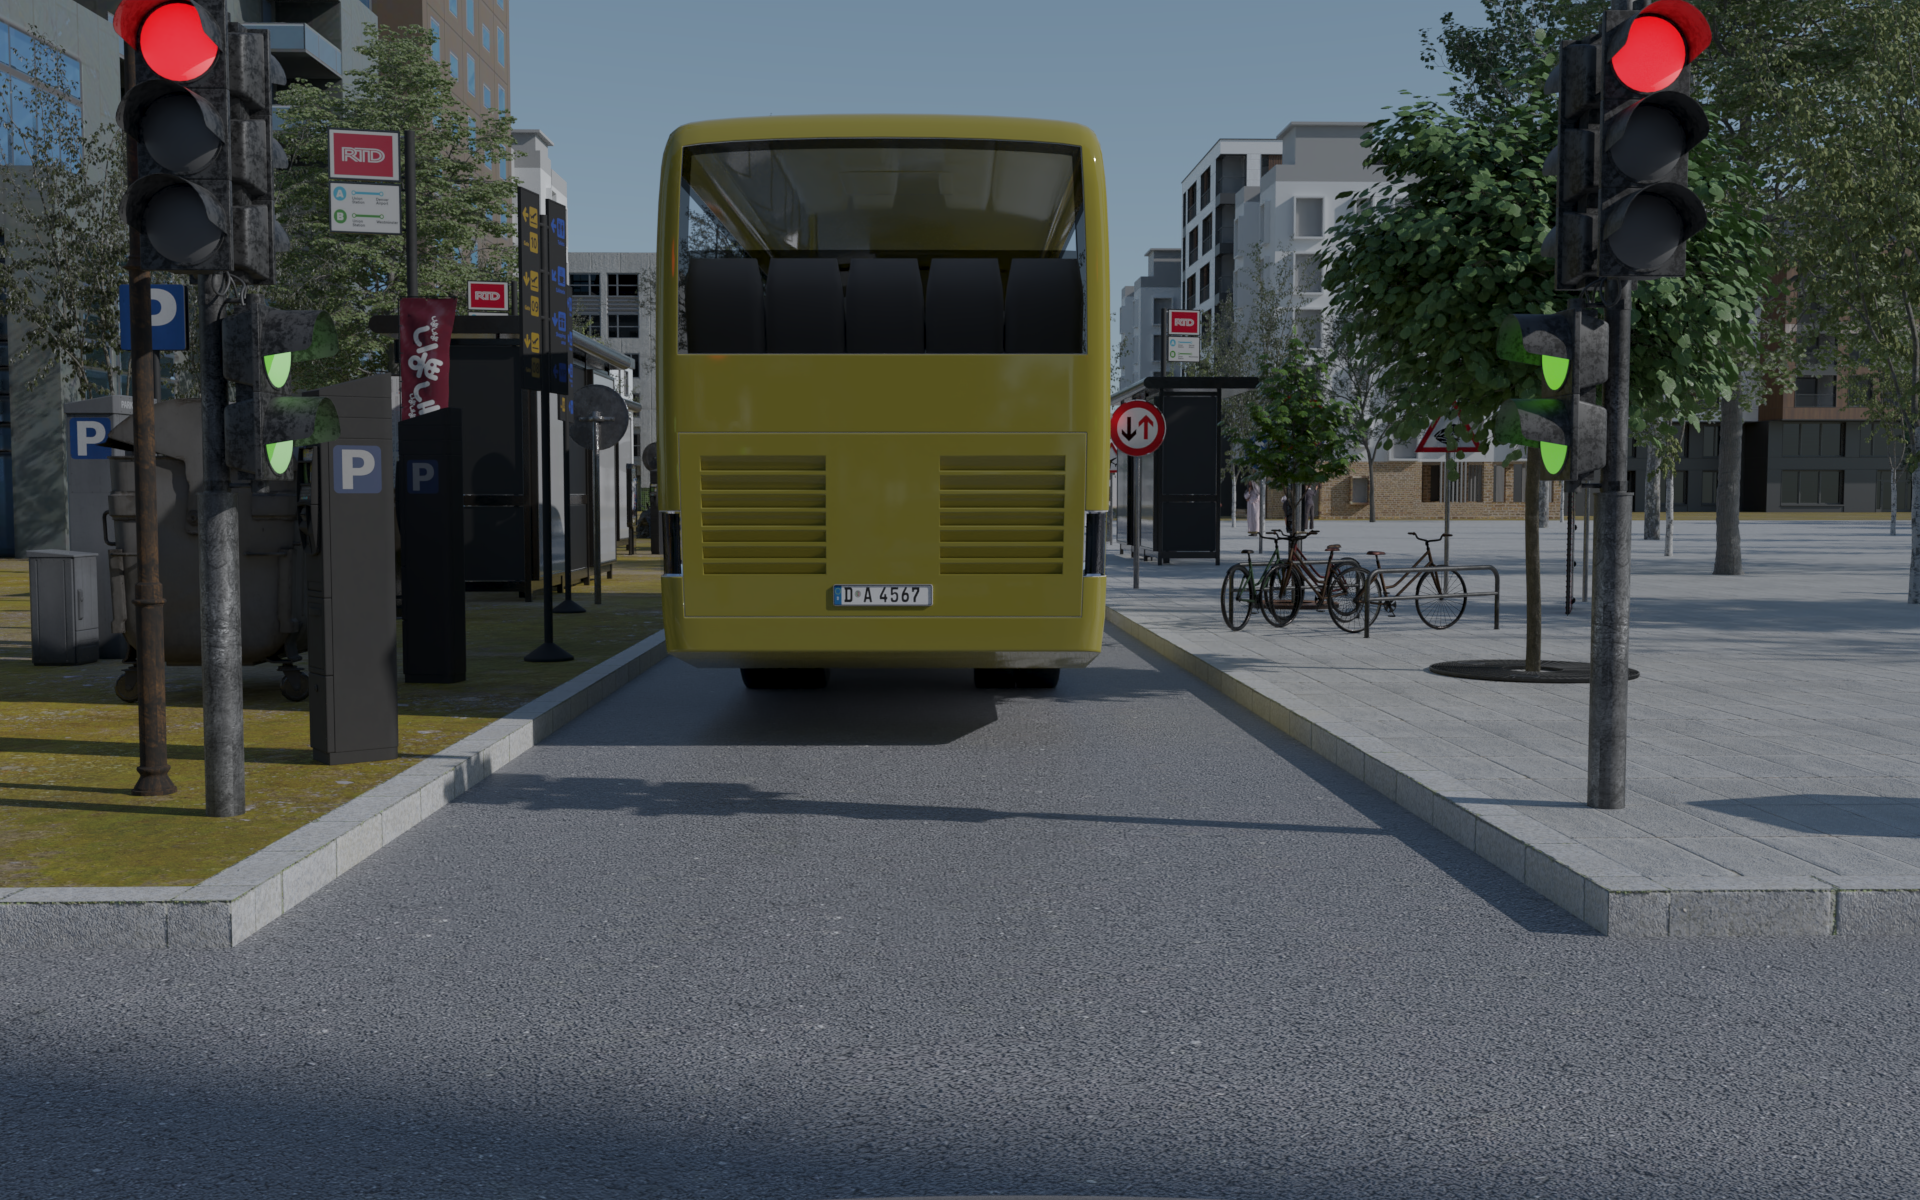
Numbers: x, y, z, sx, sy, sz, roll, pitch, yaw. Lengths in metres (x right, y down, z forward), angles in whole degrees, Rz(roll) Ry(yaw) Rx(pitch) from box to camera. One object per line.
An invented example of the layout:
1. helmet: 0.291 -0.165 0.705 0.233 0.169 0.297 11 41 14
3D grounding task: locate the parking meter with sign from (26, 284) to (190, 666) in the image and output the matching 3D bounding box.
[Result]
1. parking meter with sign: -6.715 -1.065 13.670 0.543 3.016 1.738 0 4 1

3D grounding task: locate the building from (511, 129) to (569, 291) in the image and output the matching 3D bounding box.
1. building: -28.260 -14.156 87.863 16.016 20.091 11.380 0 4 -2

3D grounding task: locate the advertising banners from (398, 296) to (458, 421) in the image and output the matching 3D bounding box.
1. advertising banners: -5.478 -1.174 15.381 2.074 3.025 0.090 0 4 -1

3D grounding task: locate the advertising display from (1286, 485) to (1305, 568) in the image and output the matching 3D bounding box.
1. advertising display: 5.929 -1.553 30.607 0.123 1.923 0.974 0 4 -2

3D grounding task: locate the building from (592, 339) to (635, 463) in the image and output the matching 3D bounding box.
1. building: -24.800 -10.143 107.982 9.099 9.664 28.070 0 4 -2

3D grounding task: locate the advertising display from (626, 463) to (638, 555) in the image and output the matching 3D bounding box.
1. advertising display: -6.947 -1.925 36.684 0.123 1.923 0.974 0 4 -4

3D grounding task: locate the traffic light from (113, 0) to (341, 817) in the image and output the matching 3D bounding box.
1. traffic light: -2.924 -1.095 6.817 0.839 4.253 0.868 0 4 -2

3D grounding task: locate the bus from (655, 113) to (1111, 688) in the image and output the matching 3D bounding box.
1. bus: -0.445 -1.472 15.611 2.896 3.916 12.252 0 4 0

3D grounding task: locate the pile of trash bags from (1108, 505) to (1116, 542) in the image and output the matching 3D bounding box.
1. pile of trash bags: 3.616 -2.233 46.270 3.447 1.369 1.912 3 4 37

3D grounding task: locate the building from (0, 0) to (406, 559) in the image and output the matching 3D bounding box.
1. building: -29.347 -44.905 46.861 22.319 86.520 31.000 0 4 -2

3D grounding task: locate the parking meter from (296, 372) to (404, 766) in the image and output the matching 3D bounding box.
1. parking meter: -2.938 -0.159 8.308 0.399 1.863 0.255 -3 4 -38

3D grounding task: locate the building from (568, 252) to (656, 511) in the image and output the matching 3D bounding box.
1. building: -37.811 -16.421 134.933 31.486 18.905 16.747 0 4 -2

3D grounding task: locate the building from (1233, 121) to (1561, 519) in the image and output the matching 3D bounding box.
1. building: 23.192 -14.535 94.060 16.016 20.091 11.380 0 4 -2

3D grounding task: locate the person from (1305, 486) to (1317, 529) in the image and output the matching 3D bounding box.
1. person: 12.693 -3.430 62.926 0.445 1.727 0.742 2 4 33

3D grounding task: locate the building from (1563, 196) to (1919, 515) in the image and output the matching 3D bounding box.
1. building: 59.546 -17.643 132.438 32.646 21.610 27.936 0 4 -2

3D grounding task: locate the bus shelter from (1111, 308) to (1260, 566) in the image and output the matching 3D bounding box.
1. bus shelter: 4.222 -3.520 35.179 2.179 5.291 8.768 0 4 -2

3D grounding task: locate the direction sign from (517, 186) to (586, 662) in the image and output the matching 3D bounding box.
1. direction sign: -3.174 -1.301 13.267 0.379 3.537 0.876 1 4 9

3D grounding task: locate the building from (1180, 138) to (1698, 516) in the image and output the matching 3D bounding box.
1. building: 28.348 -16.669 116.516 27.936 21.610 32.646 0 4 -2

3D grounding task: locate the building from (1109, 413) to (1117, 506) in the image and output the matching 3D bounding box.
1. building: 17.624 -14.823 184.501 28.070 9.664 9.099 0 4 -2

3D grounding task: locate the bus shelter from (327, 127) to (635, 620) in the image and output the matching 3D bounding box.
1. bus shelter: -5.919 -2.701 21.795 2.179 5.291 8.768 0 4 -2

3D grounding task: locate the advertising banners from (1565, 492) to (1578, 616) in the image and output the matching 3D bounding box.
1. advertising banners: 6.563 -1.370 18.583 0.090 3.025 2.074 1 4 21

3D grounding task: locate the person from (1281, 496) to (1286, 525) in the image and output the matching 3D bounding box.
1. person: 11.346 -3.081 59.614 0.628 1.438 0.799 -1 4 -9

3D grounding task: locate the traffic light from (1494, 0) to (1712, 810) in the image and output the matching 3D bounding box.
1. traffic light: 2.634 -1.106 6.998 0.839 4.253 0.868 0 4 -2

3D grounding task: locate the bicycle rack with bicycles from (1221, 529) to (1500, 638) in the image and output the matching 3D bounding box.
1. bicycle rack with bicycles: 3.657 -0.200 16.646 2.925 0.926 2.852 -2 4 -33

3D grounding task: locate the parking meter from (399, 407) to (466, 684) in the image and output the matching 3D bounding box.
1. parking meter: -3.605 -0.372 11.798 0.399 1.863 0.255 1 4 10

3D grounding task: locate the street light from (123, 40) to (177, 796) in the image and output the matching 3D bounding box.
1. street light: -3.458 -2.108 7.254 0.468 5.910 1.993 0 4 -2

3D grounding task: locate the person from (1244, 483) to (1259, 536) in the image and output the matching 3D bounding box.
1. person: 8.880 -2.808 52.618 0.551 1.740 0.621 2 4 30

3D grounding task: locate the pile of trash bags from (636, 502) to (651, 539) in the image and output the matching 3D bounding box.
1. pile of trash bags: -7.721 -2.502 50.664 1.912 1.369 3.447 3 5 45

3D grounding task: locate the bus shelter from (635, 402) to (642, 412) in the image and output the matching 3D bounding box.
1. bus shelter: -8.240 -3.528 35.322 2.179 5.291 8.768 0 4 -2

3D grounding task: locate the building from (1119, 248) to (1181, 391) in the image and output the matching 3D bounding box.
1. building: 21.038 -17.294 139.176 16.016 20.091 11.380 0 4 -2

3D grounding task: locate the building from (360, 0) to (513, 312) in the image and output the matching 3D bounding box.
1. building: -27.000 -25.728 70.756 14.600 45.320 14.200 0 4 -2
